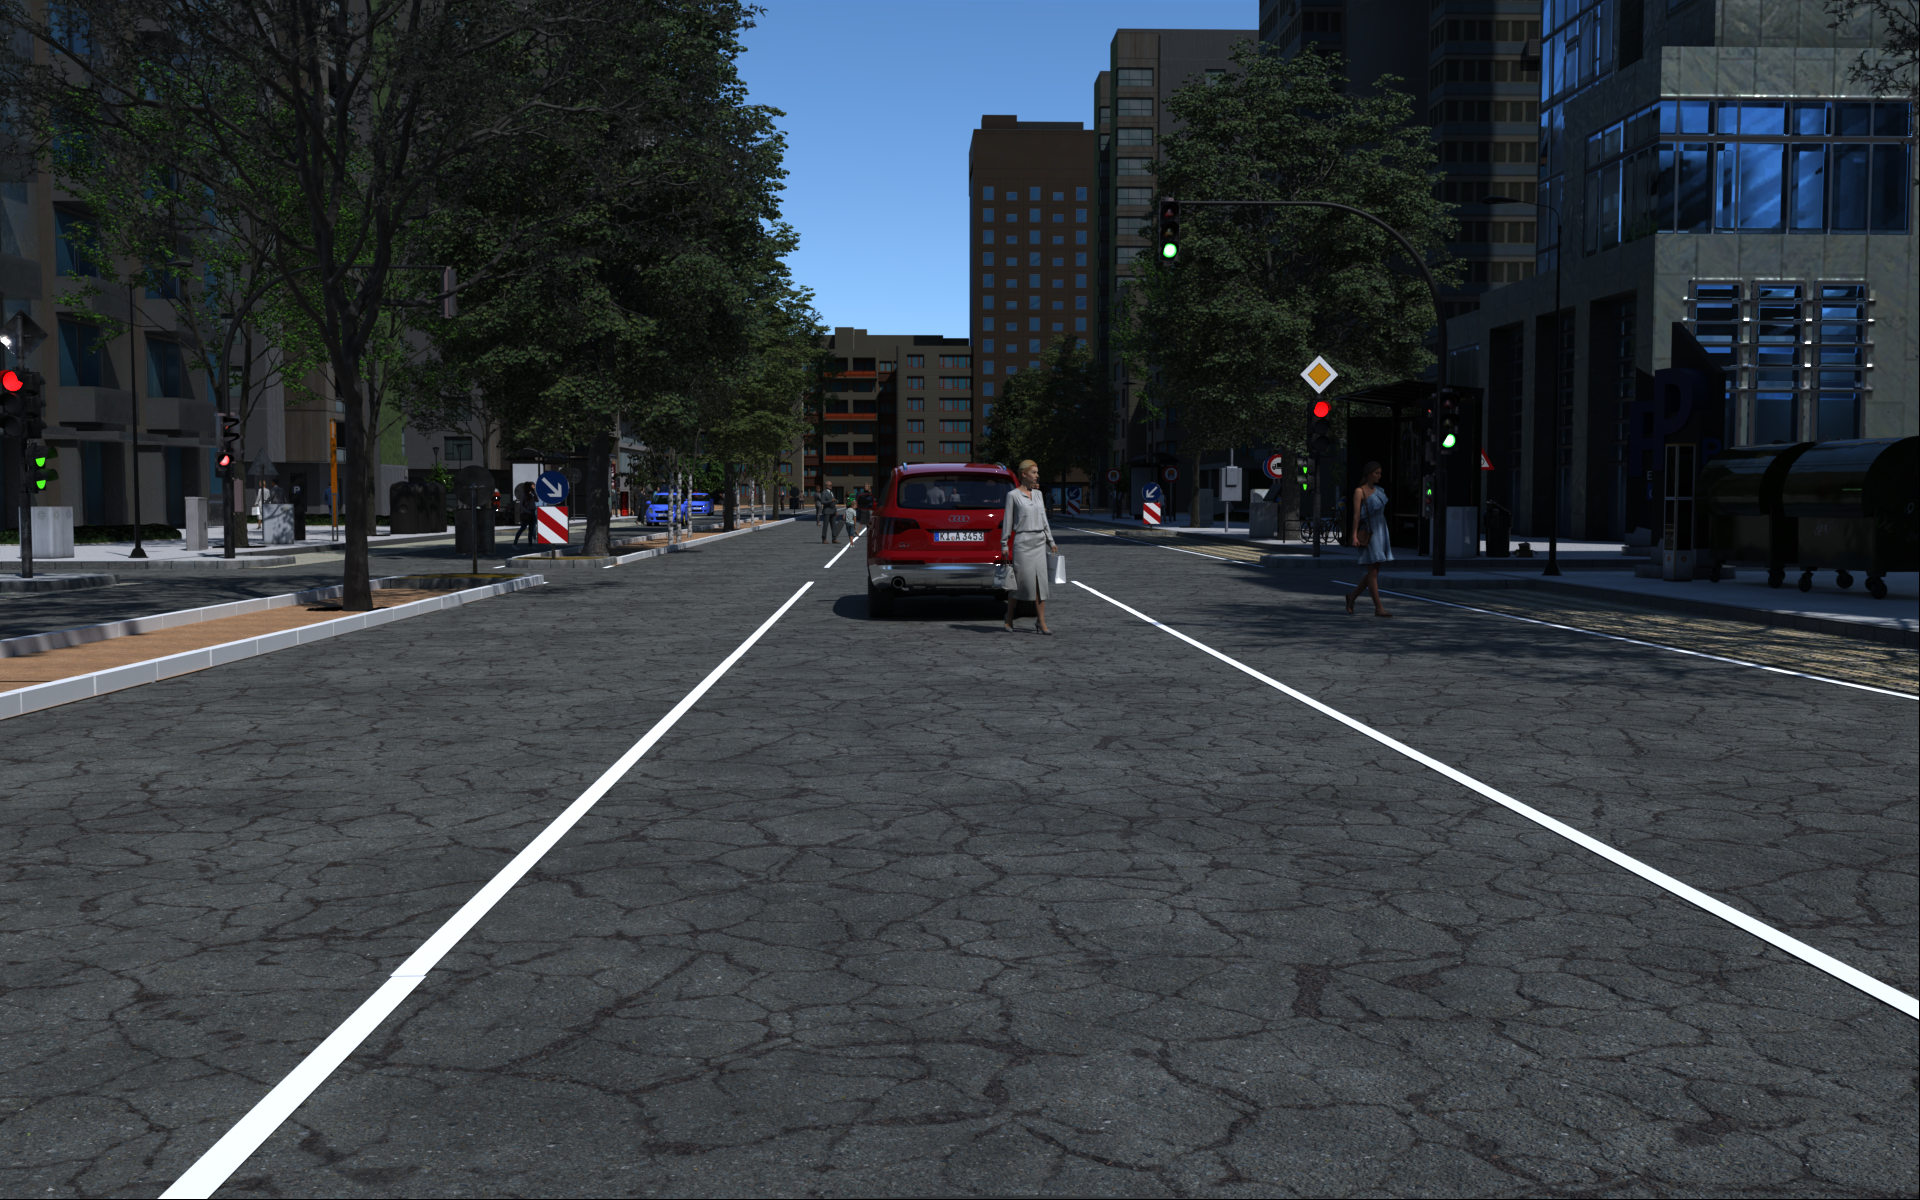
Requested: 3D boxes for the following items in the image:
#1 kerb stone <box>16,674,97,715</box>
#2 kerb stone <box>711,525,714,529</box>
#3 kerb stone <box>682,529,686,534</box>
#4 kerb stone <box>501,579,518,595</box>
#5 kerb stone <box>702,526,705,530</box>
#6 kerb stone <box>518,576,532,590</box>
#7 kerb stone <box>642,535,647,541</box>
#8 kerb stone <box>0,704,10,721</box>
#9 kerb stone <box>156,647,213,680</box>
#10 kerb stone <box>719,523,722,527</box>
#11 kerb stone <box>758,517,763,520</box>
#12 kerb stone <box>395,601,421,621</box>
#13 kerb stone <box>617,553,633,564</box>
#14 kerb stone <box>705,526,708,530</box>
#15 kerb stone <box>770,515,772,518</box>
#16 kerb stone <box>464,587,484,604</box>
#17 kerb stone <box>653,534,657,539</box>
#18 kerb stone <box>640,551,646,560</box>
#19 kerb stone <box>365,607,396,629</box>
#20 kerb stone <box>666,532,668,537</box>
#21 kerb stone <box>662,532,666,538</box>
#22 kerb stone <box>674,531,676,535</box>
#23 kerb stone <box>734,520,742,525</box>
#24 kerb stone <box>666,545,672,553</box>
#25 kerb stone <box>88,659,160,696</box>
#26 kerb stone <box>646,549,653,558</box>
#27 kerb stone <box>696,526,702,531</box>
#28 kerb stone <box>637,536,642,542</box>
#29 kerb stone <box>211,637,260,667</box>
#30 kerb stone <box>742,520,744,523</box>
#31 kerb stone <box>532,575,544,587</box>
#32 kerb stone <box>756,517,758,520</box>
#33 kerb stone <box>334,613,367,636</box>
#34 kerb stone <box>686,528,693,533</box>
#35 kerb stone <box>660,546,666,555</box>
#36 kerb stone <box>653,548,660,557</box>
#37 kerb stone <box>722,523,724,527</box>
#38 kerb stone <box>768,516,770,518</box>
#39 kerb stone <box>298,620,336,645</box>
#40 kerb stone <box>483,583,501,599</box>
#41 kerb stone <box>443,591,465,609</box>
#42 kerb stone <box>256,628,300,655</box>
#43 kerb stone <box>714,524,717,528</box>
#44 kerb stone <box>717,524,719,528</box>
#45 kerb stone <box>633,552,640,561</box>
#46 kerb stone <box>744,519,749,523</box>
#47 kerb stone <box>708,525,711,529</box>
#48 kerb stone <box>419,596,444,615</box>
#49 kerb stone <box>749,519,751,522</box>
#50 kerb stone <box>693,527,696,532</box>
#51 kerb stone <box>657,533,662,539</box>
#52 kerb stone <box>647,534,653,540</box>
[{"bbox_3d":[-6.148,0.642,11.707,0.120,0.150,1.000,0,4,-2],"label":"kerb stone"},{"bbox_3d":[-10.247,-2.952,70.584,0.120,0.150,1.000,0,4,-2],"label":"kerb stone"},{"bbox_3d":[-9.933,-2.389,61.359,0.120,0.150,1.000,0,4,-2],"label":"kerb stone"},{"bbox_3d":[-6.598,-0.170,25.013,0.120,0.150,1.000,0,4,-2],"label":"kerb stone"},{"bbox_3d":[-10.139,-2.768,67.515,0.120,0.150,1.000,0,4,-2],"label":"kerb stone"},{"bbox_3d":[-6.635,-0.235,26.035,0.120,0.150,1.000,0,4,-2],"label":"kerb stone"},{"bbox_3d":[-9.619,-1.828,52.130,0.120,0.150,1.000,0,4,-2],"label":"kerb stone"},{"bbox_3d":[-6.111,0.704,10.685,0.120,0.150,1.000,0,4,-2],"label":"kerb stone"},{"bbox_3d":[-6.221,0.516,13.762,0.120,0.150,1.000,0,4,-2],"label":"kerb stone"},{"bbox_3d":[-10.354,-3.144,73.651,0.120,0.150,1.000,0,4,-2],"label":"kerb stone"},{"bbox_3d":[-11.082,-4.463,95.168,0.120,0.150,1.000,0,4,-2],"label":"kerb stone"},{"bbox_3d":[-6.423,0.147,19.907,0.120,0.150,1.000,0,4,-2],"label":"kerb stone"},{"bbox_3d":[-6.959,-0.829,35.795,0.120,0.150,1.000,0,4,-2],"label":"kerb stone"},{"bbox_3d":[-10.183,-2.834,68.536,0.120,0.150,1.000,0,4,-2],"label":"kerb stone"},{"bbox_3d":[-11.319,-4.903,102.354,0.120,0.150,1.000,0,4,-2],"label":"kerb stone"},{"bbox_3d":[-6.533,-0.047,22.970,0.120,0.150,1.000,0,4,-2],"label":"kerb stone"},{"bbox_3d":[-9.688,-1.956,54.173,0.120,0.150,1.000,0,4,-2],"label":"kerb stone"},{"bbox_3d":[-7.041,-0.957,37.839,0.120,0.150,1.000,0,4,-2],"label":"kerb stone"},{"bbox_3d":[-6.387,0.203,18.884,0.120,0.150,1.000,0,4,-2],"label":"kerb stone"},{"bbox_3d":[-9.796,-2.138,57.251,0.120,0.150,1.000,0,4,-2],"label":"kerb stone"},{"bbox_3d":[-9.758,-2.082,56.228,0.120,0.150,1.000,0,4,-2],"label":"kerb stone"},{"bbox_3d":[-9.862,-2.270,59.304,0.120,0.150,1.000,0,4,-2],"label":"kerb stone"},{"bbox_3d":[-10.662,-3.705,82.876,0.120,0.150,1.000,0,4,-2],"label":"kerb stone"},{"bbox_3d":[-7.172,-1.197,41.947,0.120,0.150,1.000,0,4,-2],"label":"kerb stone"},{"bbox_3d":[-6.183,0.578,12.740,0.120,0.150,1.000,0,4,-2],"label":"kerb stone"},{"bbox_3d":[-7.070,-1.019,38.864,0.120,0.150,1.000,0,4,-2],"label":"kerb stone"},{"bbox_3d":[-10.105,-2.709,66.493,0.120,0.150,1.000,0,4,-2],"label":"kerb stone"},{"bbox_3d":[-9.585,-1.765,51.108,0.120,0.150,1.000,0,4,-2],"label":"kerb stone"},{"bbox_3d":[-6.251,0.453,14.789,0.120,0.150,1.000,0,4,-2],"label":"kerb stone"},{"bbox_3d":[-10.694,-3.774,83.897,0.120,0.150,1.000,0,4,-2],"label":"kerb stone"},{"bbox_3d":[-6.667,-0.295,27.056,0.120,0.150,1.000,0,4,-2],"label":"kerb stone"},{"bbox_3d":[-10.982,-4.272,92.089,0.120,0.150,1.000,0,4,-2],"label":"kerb stone"},{"bbox_3d":[-6.353,0.267,17.859,0.120,0.150,1.000,0,4,-2],"label":"kerb stone"},{"bbox_3d":[-10.002,-2.520,63.411,0.120,0.150,1.000,0,4,-2],"label":"kerb stone"},{"bbox_3d":[-7.141,-1.142,40.921,0.120,0.150,1.000,0,4,-2],"label":"kerb stone"},{"bbox_3d":[-7.098,-1.081,39.886,0.120,0.150,1.000,0,4,-2],"label":"kerb stone"},{"bbox_3d":[-10.386,-3.207,74.677,0.120,0.150,1.000,0,4,-2],"label":"kerb stone"},{"bbox_3d":[-11.259,-4.777,100.296,0.120,0.150,1.000,0,4,-2],"label":"kerb stone"},{"bbox_3d":[-6.318,0.330,16.838,0.120,0.150,1.000,0,4,-2],"label":"kerb stone"},{"bbox_3d":[-6.566,-0.108,23.992,0.120,0.150,1.000,0,4,-2],"label":"kerb stone"},{"bbox_3d":[-6.489,0.017,21.949,0.120,0.150,1.000,0,4,-2],"label":"kerb stone"},{"bbox_3d":[-6.285,0.391,15.810,0.120,0.150,1.000,0,4,-2],"label":"kerb stone"},{"bbox_3d":[-10.284,-3.022,71.606,0.120,0.150,1.000,0,4,-2],"label":"kerb stone"},{"bbox_3d":[-10.313,-3.085,72.630,0.120,0.150,1.000,0,4,-2],"label":"kerb stone"},{"bbox_3d":[-6.999,-0.889,36.817,0.120,0.150,1.000,0,4,-2],"label":"kerb stone"},{"bbox_3d":[-10.806,-3.957,86.972,0.120,0.150,1.000,0,4,-2],"label":"kerb stone"},{"bbox_3d":[-10.213,-2.897,69.562,0.120,0.150,1.000,0,4,-2],"label":"kerb stone"},{"bbox_3d":[-6.460,0.079,20.928,0.120,0.150,1.000,0,4,-2],"label":"kerb stone"},{"bbox_3d":[-10.834,-4.023,87.994,0.120,0.150,1.000,0,4,-2],"label":"kerb stone"},{"bbox_3d":[-10.032,-2.583,64.433,0.120,0.150,1.000,0,4,-2],"label":"kerb stone"},{"bbox_3d":[-9.724,-2.018,55.202,0.120,0.150,1.000,0,4,-2],"label":"kerb stone"},{"bbox_3d":[-9.647,-1.893,53.152,0.120,0.150,1.000,0,4,-2],"label":"kerb stone"}]
